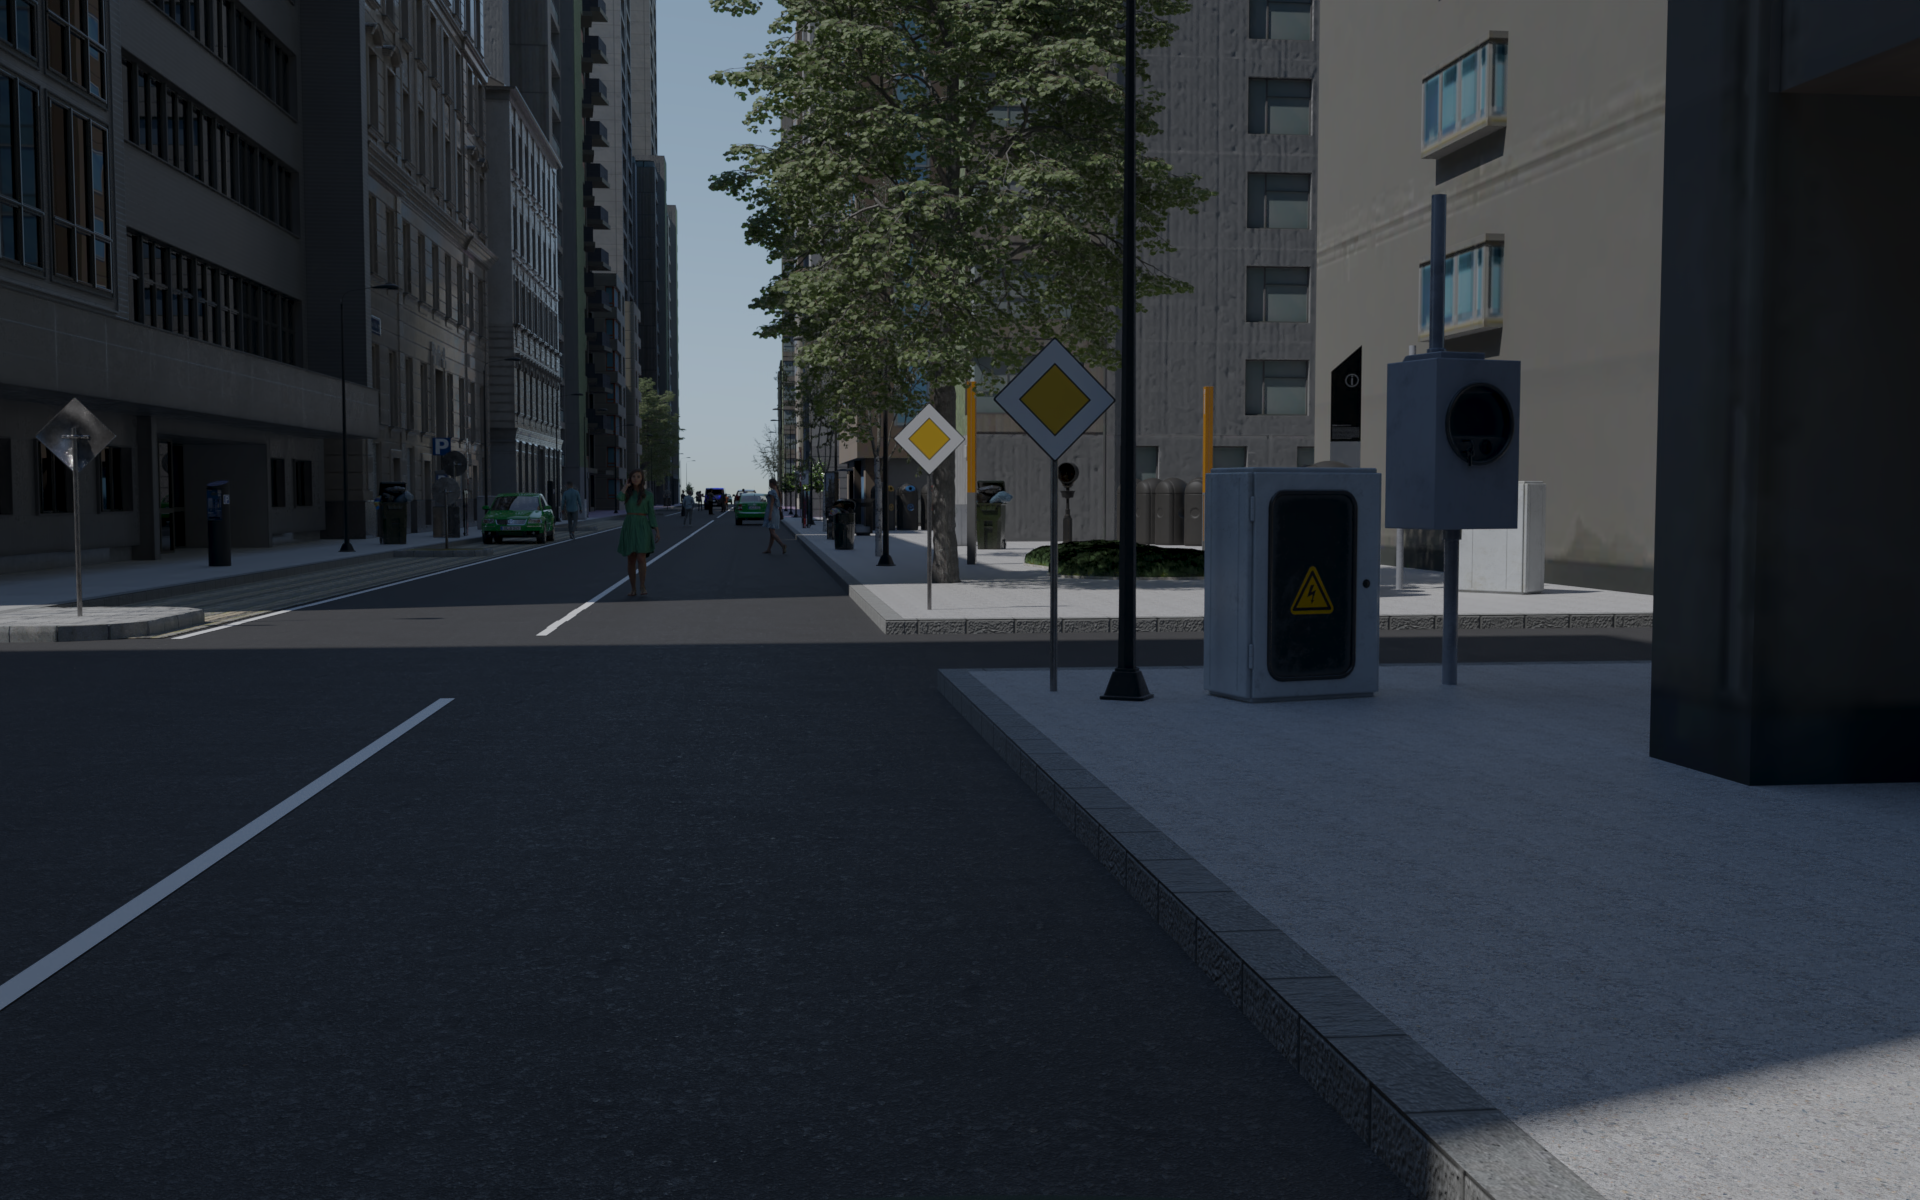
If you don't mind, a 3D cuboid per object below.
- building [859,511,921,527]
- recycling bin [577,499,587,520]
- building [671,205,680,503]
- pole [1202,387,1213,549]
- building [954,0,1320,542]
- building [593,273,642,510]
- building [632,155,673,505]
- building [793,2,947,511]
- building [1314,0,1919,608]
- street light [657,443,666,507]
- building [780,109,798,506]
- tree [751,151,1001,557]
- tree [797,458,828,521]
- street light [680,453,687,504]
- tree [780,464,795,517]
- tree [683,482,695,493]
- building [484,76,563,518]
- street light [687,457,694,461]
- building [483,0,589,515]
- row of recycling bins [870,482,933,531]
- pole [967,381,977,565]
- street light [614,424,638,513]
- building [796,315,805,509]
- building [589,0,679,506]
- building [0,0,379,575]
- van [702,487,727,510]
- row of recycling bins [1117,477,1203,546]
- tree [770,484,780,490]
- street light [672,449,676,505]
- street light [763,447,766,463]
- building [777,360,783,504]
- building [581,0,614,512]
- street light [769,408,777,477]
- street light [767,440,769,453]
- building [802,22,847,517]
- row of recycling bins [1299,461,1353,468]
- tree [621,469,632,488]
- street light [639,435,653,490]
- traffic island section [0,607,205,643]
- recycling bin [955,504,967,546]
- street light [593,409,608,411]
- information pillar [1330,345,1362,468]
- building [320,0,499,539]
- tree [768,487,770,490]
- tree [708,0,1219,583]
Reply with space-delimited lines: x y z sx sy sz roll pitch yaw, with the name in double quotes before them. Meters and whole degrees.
"building" 1.982 -25.954 74.456 14.600 45.320 14.200 0 4 -7
"recycling bin" -19.140 -4.552 86.980 0.722 1.027 0.722 0 4 -6
"building" -45.903 -33.862 237.244 14.154 41.232 14.086 0 4 -7
"pole" 4.713 -2.392 32.954 0.158 3.312 0.155 0 3 0
"building" 6.422 -22.584 52.851 14.154 41.232 14.086 0 4 -7
"building" -42.276 -18.559 148.481 27.650 21.520 28.899 0 4 -7
"building" -41.542 -31.737 202.502 14.154 41.232 14.086 0 4 -7
"building" -8.394 -31.297 161.819 14.600 45.320 14.200 0 4 -7
"building" 18.109 -24.887 30.606 21.600 48.544 21.300 0 4 -7
"street light" -27.223 -11.220 155.982 1.470 5.913 1.316 0 4 -7
"building" -12.234 -30.786 186.942 14.154 41.232 14.086 0 4 -7
"tree" -1.496 -5.190 35.217 4.360 8.622 3.978 0 3 0
"tree" -6.881 -5.437 83.489 1.663 3.219 1.824 0 3 0
"street light" -32.118 -13.729 197.002 1.470 5.913 1.316 0 4 -7
"tree" -8.938 -6.169 95.468 1.663 3.219 1.824 0 3 0
"tree" -39.360 -15.678 250.934 1.663 3.219 1.824 0 3 0
"building" -24.738 -14.256 82.236 9.793 20.994 18.267 0 4 -7
"street light" -34.540 -14.994 217.685 1.470 5.913 1.316 0 4 -7
"building" -29.066 -25.346 98.009 14.154 41.232 14.086 0 4 -7
"row of recycling bins" -1.455 -3.326 61.485 3.534 1.692 1.069 -1 4 -18
"pole" 0.214 -2.300 31.454 0.158 3.312 0.155 0 3 0
"street light" -22.290 -8.703 114.828 1.470 5.913 1.316 0 4 -7
"building" 0.815 -18.162 141.980 27.650 21.520 28.899 0 4 -7
"building" -46.383 -47.719 218.450 20.563 71.187 20.611 0 4 -7
"building" -21.241 -13.010 31.781 14.314 24.678 30.058 0 4 -7
"van" -22.429 -9.440 158.727 2.240 2.365 5.245 0 4 -5
"row of recycling bins" 5.191 -2.248 43.875 1.069 1.692 3.534 -2 4 -32
"tree" -14.756 -9.307 146.764 1.663 3.219 1.824 0 3 0
"street light" -29.575 -12.464 176.326 1.470 5.913 1.316 0 4 -7
"street light" -15.986 -10.790 148.949 1.470 5.913 1.316 0 4 -7
"building" -11.091 -24.099 239.065 27.650 21.520 28.899 0 4 -7
"building" -35.864 -28.398 118.936 22.147 44.769 28.867 0 4 -7
"street light" -9.426 -7.410 93.696 1.470 5.913 1.316 0 4 -7
"street light" -11.084 -8.272 107.792 1.470 5.913 1.316 0 4 -7
"building" 0.480 -34.764 110.395 21.231 58.520 28.212 0 4 -7
"row of recycling bins" 4.791 -0.966 22.915 1.069 1.692 3.534 0 4 7
"tree" -24.869 -8.335 130.879 1.663 3.219 1.824 0 3 0
"street light" -24.701 -9.962 135.412 1.470 5.913 1.316 0 4 -7
"traffic island section" -9.247 0.252 18.157 2.009 0.180 2.903 0 4 -7
"recycling bin" -0.044 -1.855 42.887 0.722 1.027 0.722 -1 4 -13
"street light" -19.858 -7.444 94.247 1.470 5.913 1.316 0 4 -7
"information pillar" 6.099 -2.202 27.353 0.504 3.616 0.183 1 4 13
"building" -23.890 -16.049 59.657 12.463 27.353 25.104 0 4 -7
"tree" -21.642 -12.662 201.617 1.663 3.219 1.824 0 3 0
"tree" 0.061 -6.499 24.392 7.486 12.596 7.792 0 3 0
